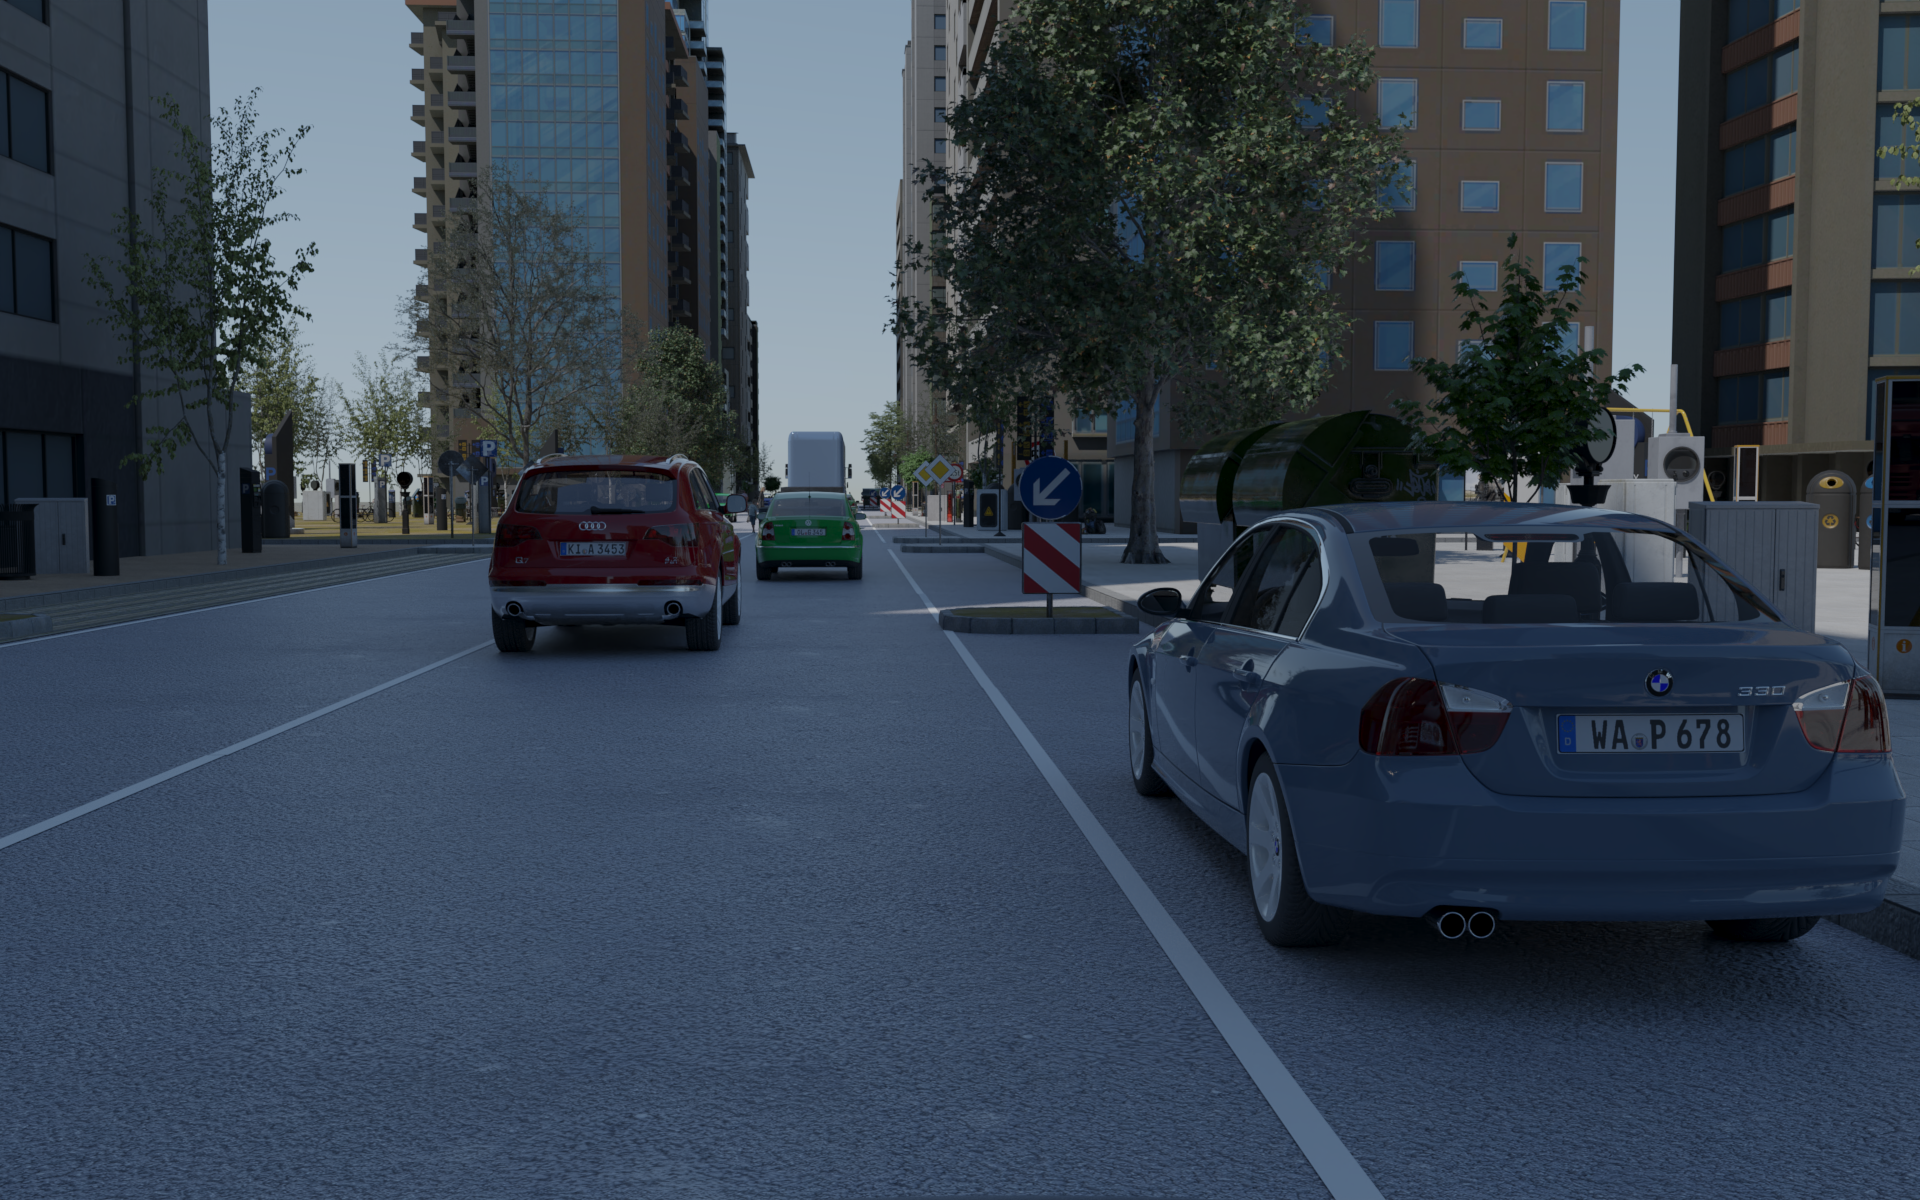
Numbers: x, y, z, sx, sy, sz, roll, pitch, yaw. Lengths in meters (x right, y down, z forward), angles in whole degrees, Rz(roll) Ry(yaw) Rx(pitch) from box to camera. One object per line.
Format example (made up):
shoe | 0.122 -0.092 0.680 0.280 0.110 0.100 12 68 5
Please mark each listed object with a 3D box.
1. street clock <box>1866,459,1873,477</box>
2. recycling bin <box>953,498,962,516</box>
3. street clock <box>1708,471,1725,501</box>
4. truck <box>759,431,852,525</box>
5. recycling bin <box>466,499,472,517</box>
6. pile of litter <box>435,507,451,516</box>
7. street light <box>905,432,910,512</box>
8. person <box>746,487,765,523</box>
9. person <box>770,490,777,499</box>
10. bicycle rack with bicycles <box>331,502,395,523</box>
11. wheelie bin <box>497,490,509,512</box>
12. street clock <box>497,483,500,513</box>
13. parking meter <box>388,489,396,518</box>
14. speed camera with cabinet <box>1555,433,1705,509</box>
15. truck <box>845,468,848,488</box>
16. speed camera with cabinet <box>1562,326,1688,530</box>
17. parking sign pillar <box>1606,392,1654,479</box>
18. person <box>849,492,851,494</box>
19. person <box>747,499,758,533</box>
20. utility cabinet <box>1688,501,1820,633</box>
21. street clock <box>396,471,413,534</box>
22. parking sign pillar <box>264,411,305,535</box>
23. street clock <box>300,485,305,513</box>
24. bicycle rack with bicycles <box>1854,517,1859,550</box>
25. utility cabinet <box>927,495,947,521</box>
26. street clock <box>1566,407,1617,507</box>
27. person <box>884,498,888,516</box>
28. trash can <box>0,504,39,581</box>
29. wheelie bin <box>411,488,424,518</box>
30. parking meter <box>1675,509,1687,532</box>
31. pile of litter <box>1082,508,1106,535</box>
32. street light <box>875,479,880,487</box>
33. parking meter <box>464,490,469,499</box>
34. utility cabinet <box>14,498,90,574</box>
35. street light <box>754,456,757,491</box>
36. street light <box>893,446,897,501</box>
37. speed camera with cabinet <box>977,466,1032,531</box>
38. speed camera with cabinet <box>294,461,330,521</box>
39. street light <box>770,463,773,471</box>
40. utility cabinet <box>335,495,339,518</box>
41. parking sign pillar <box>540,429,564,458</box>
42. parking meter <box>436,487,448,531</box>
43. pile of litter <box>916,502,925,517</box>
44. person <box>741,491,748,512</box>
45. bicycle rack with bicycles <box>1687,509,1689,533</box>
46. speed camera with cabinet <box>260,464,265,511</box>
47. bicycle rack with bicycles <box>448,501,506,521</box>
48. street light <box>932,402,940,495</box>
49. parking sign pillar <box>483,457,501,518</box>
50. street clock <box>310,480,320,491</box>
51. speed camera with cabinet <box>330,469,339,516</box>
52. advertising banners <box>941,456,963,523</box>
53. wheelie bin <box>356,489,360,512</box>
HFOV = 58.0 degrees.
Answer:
street clock | 18.538 -1.857 34.931 0.358 2.002 0.471 -2 4 -33
recycling bin | -0.314 -5.471 102.012 0.722 1.027 0.722 -1 4 -9
street clock | 23.849 -3.064 54.669 0.471 2.002 0.358 1 4 15
truck | -5.989 -4.815 68.485 2.967 4.110 18.799 0 4 -2
recycling bin | -27.297 -5.101 95.954 0.722 1.027 0.722 -2 4 -25
pile of litter | -29.766 -5.239 99.630 1.176 0.858 1.719 -1 4 -10
street light | -3.794 -9.378 126.120 0.468 5.910 1.993 0 4 -4
person | -10.159 -4.775 86.793 0.699 1.804 1.509 3 4 37
person | -18.885 -10.357 177.801 1.348 1.831 0.705 -2 4 -26
bicycle rack with bicycles | -27.397 -4.029 79.248 2.925 0.926 2.852 -2 4 -27
wheelie bin | -32.839 -7.123 124.366 0.980 1.594 0.693 -1 4 -11
street clock | -29.129 -6.373 108.773 0.471 2.002 0.358 -2 4 -28
parking meter | -30.960 -5.260 94.406 0.372 1.533 0.369 0 3 0
speed camera with cabinet | 10.202 -1.962 26.412 2.038 3.252 0.660 0 4 5
truck | -13.269 -11.800 181.849 2.839 4.237 11.283 0 4 -2
speed camera with cabinet | 7.570 -1.559 19.821 0.660 3.252 2.038 0 4 3
parking sign pillar | 16.399 -3.319 42.731 1.447 3.967 1.447 -3 4 -37
person | -14.611 -13.421 228.658 1.217 1.735 0.721 -3 5 -42
person | -7.521 -3.038 62.859 0.352 1.250 0.332 -2 4 -35
utility cabinet | 6.783 -0.224 14.826 1.020 1.237 0.306 0 4 -5
street clock | -17.731 -3.107 55.364 0.471 2.002 0.358 0 4 1
parking sign pillar | -21.738 -4.087 55.295 1.447 3.967 1.447 0 4 1
street clock | -44.503 -6.898 117.354 0.358 2.002 0.471 0 4 -6
bicycle rack with bicycles | 19.457 -1.652 40.386 2.852 0.926 2.925 -3 4 -36
utility cabinet | -1.034 -4.369 82.596 1.020 1.237 0.306 1 4 13
street clock | 5.241 -0.605 14.461 0.471 2.002 0.358 -3 5 -39
person | -4.840 -6.152 113.371 0.425 1.301 0.394 1 4 14
trash can | -14.163 -0.870 25.875 0.748 1.137 0.748 0 3 0
wheelie bin | -29.311 -5.251 93.755 0.693 1.594 0.980 -2 4 -28
parking meter | 14.404 -1.614 34.799 0.372 1.533 0.369 0 3 0
pile of litter | 3.960 -2.530 55.330 1.719 0.858 1.176 -2 4 -25
street light | -13.935 -19.128 285.529 0.468 5.910 1.993 0 4 -4
parking meter | -34.085 -6.817 119.867 0.372 1.533 0.369 0 3 0
utility cabinet | -14.653 -1.027 27.961 1.020 1.237 0.306 -1 4 -17
street light | -24.812 -14.532 210.389 0.468 5.910 1.993 0 4 -4
street light | -6.080 -11.610 162.614 0.468 5.910 1.993 0 4 -4
speed camera with cabinet | 1.620 -4.031 60.241 2.038 3.252 0.660 1 4 19
speed camera with cabinet | -31.660 -5.451 83.455 2.038 3.252 0.660 0 4 -6
street light | -27.222 -16.916 249.355 0.468 5.910 1.993 0 4 -4
utility cabinet | -33.679 -5.099 94.523 0.306 1.237 1.020 1 4 20
parking sign pillar | -17.101 -5.146 72.617 1.447 3.967 1.447 -3 5 -42
parking meter | -18.266 -3.220 61.055 0.372 1.533 0.369 0 3 0
pile of litter | -1.758 -5.150 98.163 1.176 0.858 1.719 -2 4 -28
person | -17.343 -7.946 139.362 0.756 1.711 0.436 2 4 25
bicycle rack with bicycles | 19.128 -1.826 43.236 2.925 0.926 2.852 -2 4 -32
speed camera with cabinet | -44.186 -7.077 110.039 0.660 3.252 2.038 0 4 4
bicycle rack with bicycles | -23.551 -4.335 84.251 2.925 0.926 2.852 0 4 7
street light | -1.213 -6.988 87.045 0.468 5.910 1.993 0 4 -4
parking sign pillar | -25.609 -6.475 94.339 1.447 3.967 1.447 0 4 -1
street clock | -33.892 -5.291 91.080 0.471 2.002 0.358 2 4 26
speed camera with cabinet | -37.510 -6.625 102.657 0.660 3.252 2.038 0 4 8
advertising banners | -0.443 -5.012 78.135 0.090 3.025 2.074 -2 4 -31
wheelie bin | -41.107 -6.699 117.438 0.980 1.594 0.693 3 4 37
